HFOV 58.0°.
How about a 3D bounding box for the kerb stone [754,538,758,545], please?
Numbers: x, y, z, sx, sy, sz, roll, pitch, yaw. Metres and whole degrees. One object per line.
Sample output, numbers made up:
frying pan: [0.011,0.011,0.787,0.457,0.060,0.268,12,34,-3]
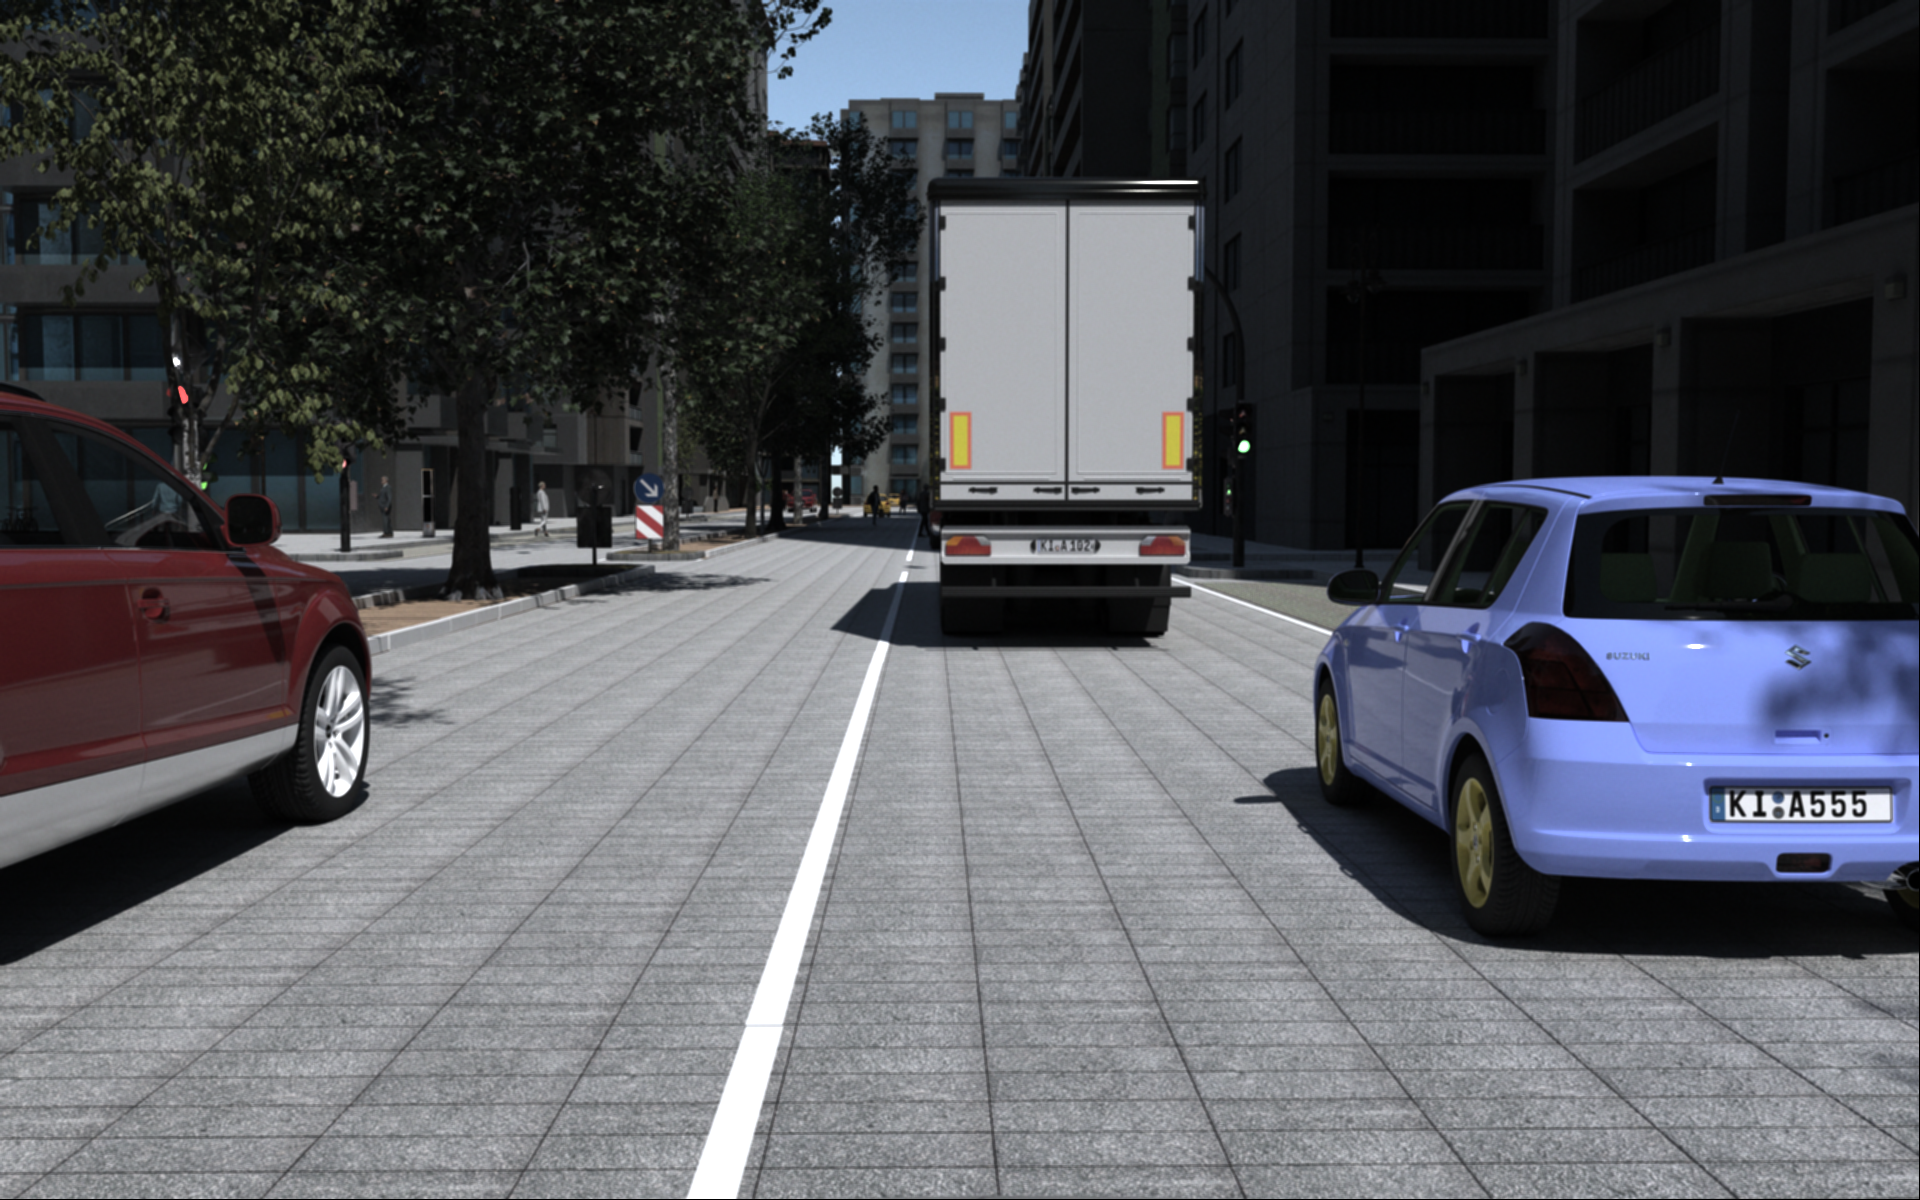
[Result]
kerb stone: [-5.853,-1.610,48.574,0.120,0.150,1.000,0,4,-1]

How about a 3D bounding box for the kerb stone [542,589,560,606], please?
kerb stone: [-5.382,-0.014,22.431,0.120,0.150,1.000,0,4,-1]

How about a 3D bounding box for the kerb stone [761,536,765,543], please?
kerb stone: [-5.886,-1.735,50.629,0.120,0.150,1.000,0,4,-1]

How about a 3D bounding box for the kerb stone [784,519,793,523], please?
kerb stone: [-8.646,-3.994,87.505,0.120,0.150,1.000,0,4,-1]

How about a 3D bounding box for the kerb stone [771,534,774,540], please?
kerb stone: [-5.943,-1.927,53.708,0.120,0.150,1.000,0,4,-1]

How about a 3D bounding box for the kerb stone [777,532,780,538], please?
kerb stone: [-5.980,-2.053,55.758,0.120,0.150,1.000,0,4,-1]

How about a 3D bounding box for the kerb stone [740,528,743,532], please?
kerb stone: [-8.220,-2.549,63.935,0.120,0.150,1.000,0,4,-1]

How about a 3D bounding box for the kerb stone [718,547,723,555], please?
kerb stone: [-5.701,-1.113,40.392,0.120,0.150,1.000,0,4,-1]

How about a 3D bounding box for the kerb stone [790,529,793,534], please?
kerb stone: [-6.064,-2.366,60.882,0.120,0.150,1.000,0,4,-1]

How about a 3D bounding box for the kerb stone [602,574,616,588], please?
kerb stone: [-5.459,-0.265,26.531,0.120,0.150,1.000,0,4,-1]

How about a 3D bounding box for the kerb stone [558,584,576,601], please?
kerb stone: [-5.402,-0.077,23.453,0.120,0.150,1.000,0,4,-1]

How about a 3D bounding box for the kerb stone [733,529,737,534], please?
kerb stone: [-8.186,-2.427,61.890,0.120,0.150,1.000,0,4,-1]

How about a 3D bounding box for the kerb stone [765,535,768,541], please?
kerb stone: [-5.911,-1.802,51.657,0.120,0.150,1.000,0,4,-1]

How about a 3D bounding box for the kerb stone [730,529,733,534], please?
kerb stone: [-8.176,-2.359,60.868,0.120,0.150,1.000,0,4,-1]

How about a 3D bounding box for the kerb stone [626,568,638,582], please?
kerb stone: [-5.494,-0.390,28.576,0.120,0.150,1.000,0,4,-1]

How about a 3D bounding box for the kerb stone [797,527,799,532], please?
kerb stone: [-6.127,-2.552,63.956,0.120,0.150,1.000,0,4,-1]

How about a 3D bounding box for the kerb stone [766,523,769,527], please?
kerb stone: [-8.411,-3.180,74.184,0.120,0.150,1.000,0,4,-1]

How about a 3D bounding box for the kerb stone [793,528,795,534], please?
kerb stone: [-6.083,-2.429,61.910,0.120,0.150,1.000,0,4,-1]

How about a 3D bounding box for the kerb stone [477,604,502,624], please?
kerb stone: [-5.333,0.173,19.366,0.120,0.150,1.000,0,4,-1]

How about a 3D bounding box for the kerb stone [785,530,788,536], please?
kerb stone: [-6.035,-2.241,58.836,0.120,0.150,1.000,0,4,-1]

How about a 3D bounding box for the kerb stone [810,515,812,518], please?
kerb stone: [-8.884,-4.810,100.846,0.120,0.150,1.000,0,4,-1]

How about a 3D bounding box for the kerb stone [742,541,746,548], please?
kerb stone: [-5.795,-1.426,45.506,0.120,0.150,1.000,0,4,-1]

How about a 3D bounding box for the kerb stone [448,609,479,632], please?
kerb stone: [-5.312,0.236,18.343,0.120,0.150,1.000,0,4,-1]

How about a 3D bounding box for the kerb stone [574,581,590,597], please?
kerb stone: [-5.423,-0.140,24.486,0.120,0.150,1.000,0,4,-1]

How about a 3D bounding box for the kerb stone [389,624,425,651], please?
kerb stone: [-5.268,0.361,16.296,0.120,0.150,1.000,0,4,-1]

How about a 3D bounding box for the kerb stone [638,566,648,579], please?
kerb stone: [-5.514,-0.453,29.606,0.120,0.150,1.000,0,4,-1]

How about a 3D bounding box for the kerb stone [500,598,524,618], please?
kerb stone: [-5.346,0.114,20.388,0.120,0.150,1.000,0,4,-1]

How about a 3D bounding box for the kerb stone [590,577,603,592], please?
kerb stone: [-5.444,-0.196,25.509,0.120,0.150,1.000,0,4,-1]

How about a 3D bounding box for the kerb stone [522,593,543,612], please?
kerb stone: [-5.365,0.048,21.410,0.120,0.150,1.000,0,4,-1]

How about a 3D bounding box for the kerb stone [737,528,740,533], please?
kerb stone: [-8.203,-2.486,62.913,0.120,0.150,1.000,0,4,-1]

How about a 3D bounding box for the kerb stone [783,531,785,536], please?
kerb stone: [-6.012,-2.177,57.809,0.120,0.150,1.000,0,4,-1]

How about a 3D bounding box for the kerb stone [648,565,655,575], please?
kerb stone: [-5.534,-0.516,30.628,0.120,0.150,1.000,0,4,-1]

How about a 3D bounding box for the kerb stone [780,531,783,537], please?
kerb stone: [-5.992,-2.115,56.780,0.120,0.150,1.000,0,4,-1]

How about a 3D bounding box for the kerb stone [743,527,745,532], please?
kerb stone: [-8.242,-2.614,64.958,0.120,0.150,1.000,0,4,-1]

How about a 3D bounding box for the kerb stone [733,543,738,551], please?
kerb stone: [-5.758,-1.301,43.461,0.120,0.150,1.000,0,4,-1]

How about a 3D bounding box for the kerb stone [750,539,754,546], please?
kerb stone: [-5.836,-1.551,47.551,0.120,0.150,1.000,0,4,-1]

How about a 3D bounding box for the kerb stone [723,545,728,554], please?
kerb stone: [-5.729,-1.176,41.415,0.120,0.150,1.000,0,4,-1]

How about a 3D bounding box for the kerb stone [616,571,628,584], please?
kerb stone: [-5.477,-0.322,27.554,0.120,0.150,1.000,0,4,-1]

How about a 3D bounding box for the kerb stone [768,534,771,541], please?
kerb stone: [-5.922,-1.865,52.683,0.120,0.150,1.000,0,4,-1]

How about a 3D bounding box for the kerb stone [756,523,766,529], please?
kerb stone: [-8.392,-3.116,73.162,0.120,0.150,1.000,0,4,-1]

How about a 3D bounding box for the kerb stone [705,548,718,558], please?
kerb stone: [-5.691,-1.050,39.367,0.120,0.150,1.000,0,4,-1]

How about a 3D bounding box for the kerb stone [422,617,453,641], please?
kerb stone: [-5.292,0.303,17.318,0.120,0.150,1.000,0,4,-1]

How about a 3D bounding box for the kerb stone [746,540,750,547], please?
kerb stone: [-5.809,-1.488,46.528,0.120,0.150,1.000,0,4,-1]

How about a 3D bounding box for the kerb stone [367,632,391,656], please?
kerb stone: [-5.259,0.424,15.269,0.120,0.150,1.000,0,4,-1]

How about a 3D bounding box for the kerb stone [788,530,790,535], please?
kerb stone: [-6.054,-2.304,59.860,0.120,0.150,1.000,0,4,-1]

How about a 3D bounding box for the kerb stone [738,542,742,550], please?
kerb stone: [-5.771,-1.363,44.484,0.120,0.150,1.000,0,4,-1]

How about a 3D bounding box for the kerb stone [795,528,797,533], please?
kerb stone: [-6.107,-2.492,62.934,0.120,0.150,1.000,0,4,-1]

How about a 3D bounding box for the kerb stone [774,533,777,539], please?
kerb stone: [-5.967,-1.990,54.730,0.120,0.150,1.000,0,4,-1]

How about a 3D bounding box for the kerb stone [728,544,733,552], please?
kerb stone: [-5.739,-1.238,42.439,0.120,0.150,1.000,0,4,-1]

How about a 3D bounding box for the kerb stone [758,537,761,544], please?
kerb stone: [-5.869,-1.677,49.607,0.120,0.150,1.000,0,4,-1]

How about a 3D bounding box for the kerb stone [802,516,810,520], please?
kerb stone: [-8.856,-4.747,99.814,0.120,0.150,1.000,0,4,-1]
